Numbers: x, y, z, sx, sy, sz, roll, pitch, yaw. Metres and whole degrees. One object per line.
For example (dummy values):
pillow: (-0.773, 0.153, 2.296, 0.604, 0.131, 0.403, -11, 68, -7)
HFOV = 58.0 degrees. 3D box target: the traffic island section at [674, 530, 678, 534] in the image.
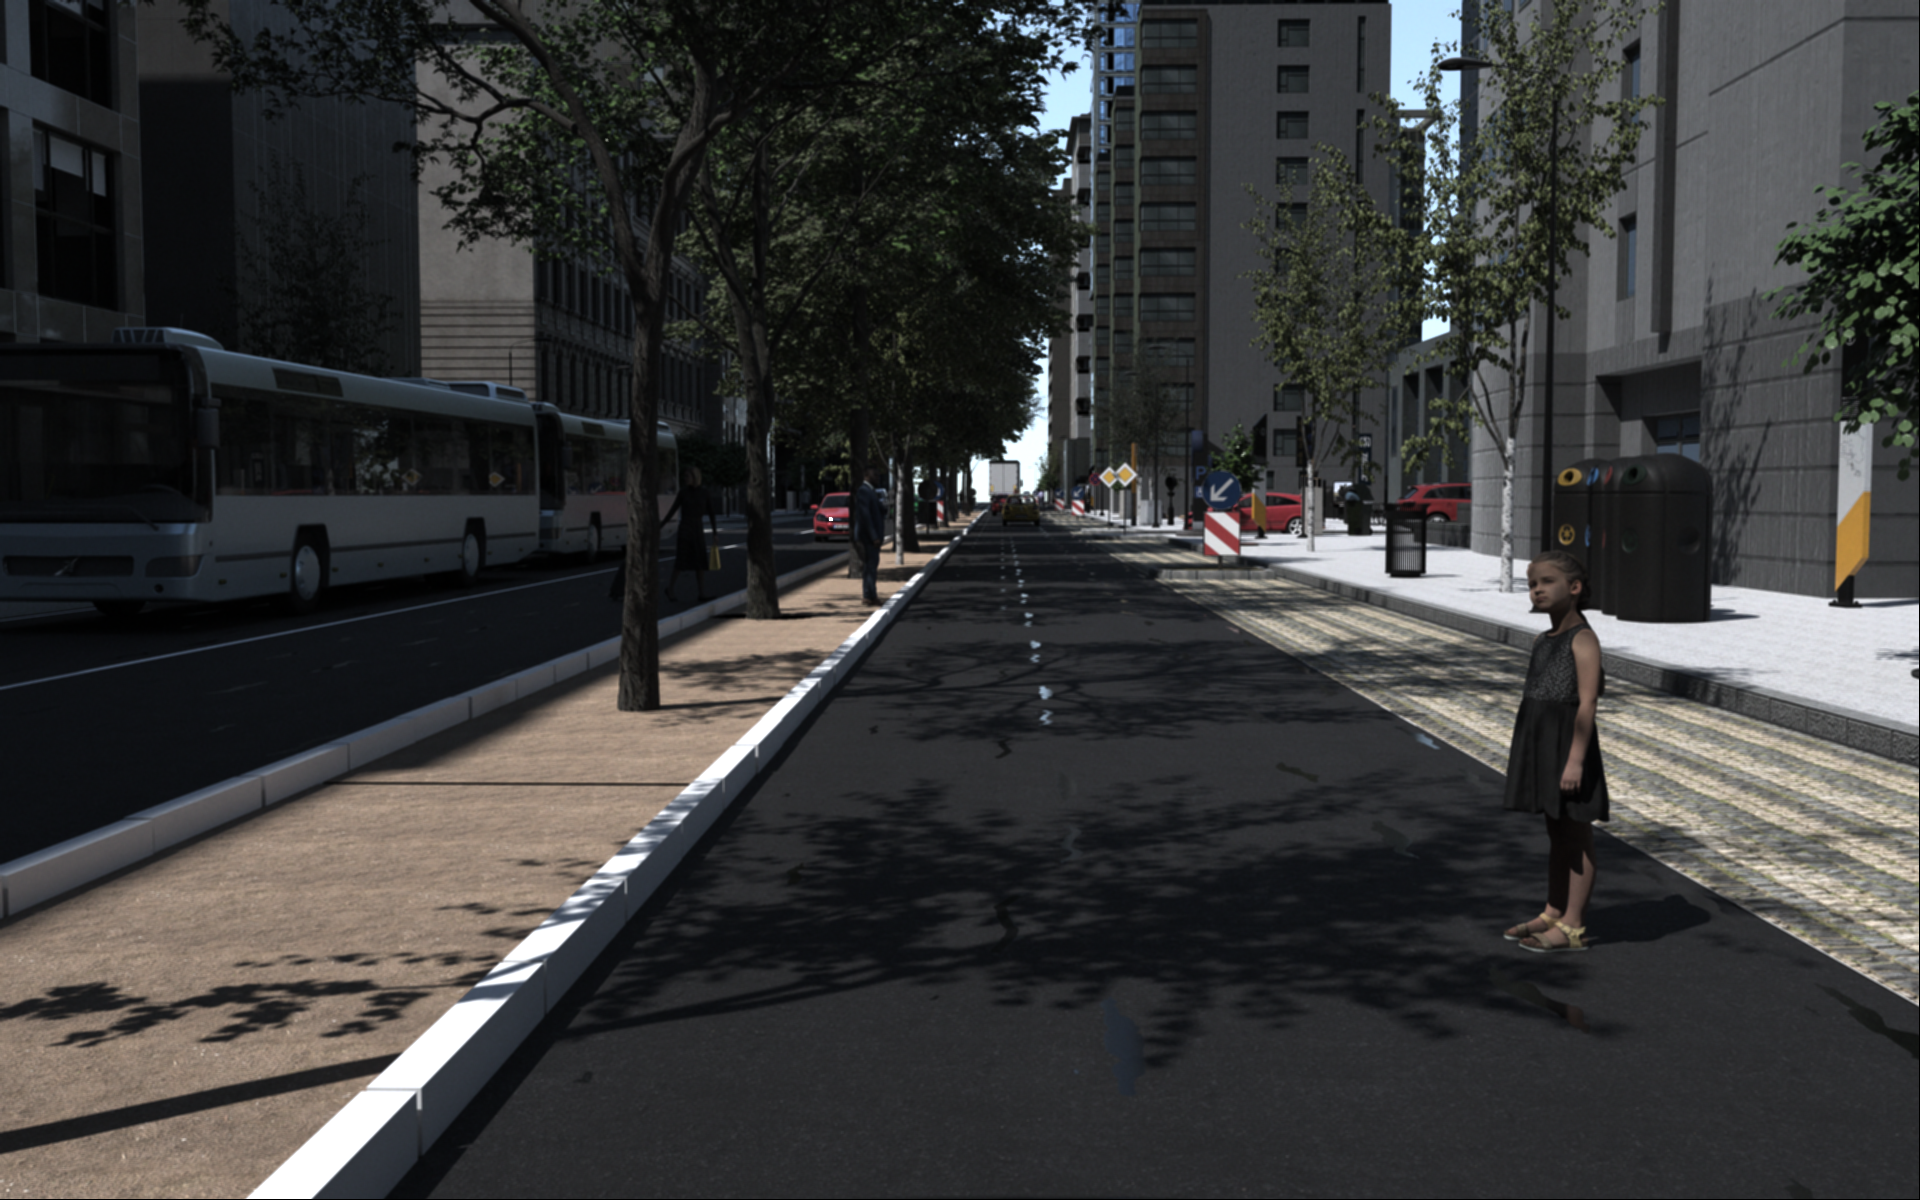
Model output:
traffic island section: (-11.150, -2.476, 62.758, 2.009, 0.180, 2.903, 0, 4, 1)

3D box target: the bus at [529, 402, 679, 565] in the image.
bus: (-8.588, -2.623, 37.743, 2.948, 3.499, 13.247, 0, 4, 1)

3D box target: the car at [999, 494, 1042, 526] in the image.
car: (2.794, -4.245, 79.623, 2.015, 1.641, 3.980, 0, 4, 1)

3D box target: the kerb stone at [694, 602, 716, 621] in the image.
kerb stone: (-2.943, 0.155, 19.671, 0.120, 0.150, 1.000, 0, 4, 1)

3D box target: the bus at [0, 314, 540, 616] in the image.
bus: (-8.783, -1.733, 23.197, 2.948, 3.499, 13.247, 0, 4, 2)

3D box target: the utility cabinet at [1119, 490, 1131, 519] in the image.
utility cabinet: (8.372, -4.804, 87.232, 0.318, 1.500, 1.173, 2, 4, 28)

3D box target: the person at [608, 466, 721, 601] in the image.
person: (-3.926, -0.892, 23.303, 1.509, 1.804, 0.699, 2, 4, 26)

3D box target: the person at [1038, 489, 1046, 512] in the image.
person: (6.723, -8.154, 141.686, 0.709, 1.838, 0.599, 2, 4, 31)

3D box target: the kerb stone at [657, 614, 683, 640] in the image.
kerb stone: (-2.995, 0.280, 17.621, 0.120, 0.150, 1.000, 0, 4, 1)

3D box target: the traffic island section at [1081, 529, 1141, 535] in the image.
traffic island section: (5.387, -2.451, 62.355, 2.009, 0.180, 2.903, 0, 4, 1)

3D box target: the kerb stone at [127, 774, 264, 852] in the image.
kerb stone: (-3.242, 0.907, 7.364, 0.120, 0.150, 1.000, 0, 4, 1)

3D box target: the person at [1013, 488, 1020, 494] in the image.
person: (3.943, -6.812, 119.843, 0.580, 1.828, 0.573, 2, 4, 25)

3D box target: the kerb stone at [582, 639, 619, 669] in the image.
kerb stone: (-3.056, 0.468, 14.539, 0.120, 0.150, 1.000, 0, 4, 1)

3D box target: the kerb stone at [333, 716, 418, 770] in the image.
kerb stone: (-3.191, 0.782, 9.415, 0.120, 0.150, 1.000, 0, 4, 1)

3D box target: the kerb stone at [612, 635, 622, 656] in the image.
kerb stone: (-3.043, 0.410, 15.562, 0.120, 0.150, 1.000, 0, 4, 1)

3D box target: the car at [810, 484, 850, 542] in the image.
car: (-3.460, -2.684, 52.931, 2.155, 1.783, 4.494, 0, 4, -1)

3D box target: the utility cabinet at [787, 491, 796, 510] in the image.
utility cabinet: (-13.144, -7.751, 135.401, 0.318, 1.500, 1.173, -2, 4, -28)

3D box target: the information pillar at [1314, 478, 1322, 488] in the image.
information pillar: (16.474, -4.615, 79.942, 0.304, 2.012, 0.304, -2, 4, -32)

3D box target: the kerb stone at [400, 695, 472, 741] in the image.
kerb stone: (-3.175, 0.719, 10.445, 0.120, 0.150, 1.000, 0, 4, 1)

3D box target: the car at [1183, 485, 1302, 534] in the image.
car: (9.674, -2.977, 57.711, 4.494, 1.783, 2.155, 0, 4, 2)

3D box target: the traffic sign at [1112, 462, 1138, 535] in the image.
traffic sign: (5.170, -3.098, 54.296, 0.795, 2.450, 0.064, 0, 4, 1)

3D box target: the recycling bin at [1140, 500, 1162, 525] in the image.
recycling bin: (7.877, -3.600, 71.414, 0.722, 1.027, 0.722, -1, 4, -17)

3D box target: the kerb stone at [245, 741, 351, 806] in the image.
kerb stone: (-3.213, 0.845, 8.393, 0.120, 0.150, 1.000, 0, 4, 1)

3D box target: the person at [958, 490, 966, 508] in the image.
person: (0.119, -10.442, 179.328, 1.348, 1.812, 0.705, -1, 4, -20)

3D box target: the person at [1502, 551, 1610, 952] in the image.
person: (1.874, 0.471, 5.464, 0.373, 1.253, 0.362, 0, 4, -7)

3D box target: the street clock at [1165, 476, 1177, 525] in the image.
street clock: (8.674, -4.076, 71.214, 0.358, 2.002, 0.471, -3, 4, -37)

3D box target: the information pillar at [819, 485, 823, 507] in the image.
information pillar: (-10.951, -8.085, 136.681, 0.304, 2.012, 0.304, 0, 4, 1)

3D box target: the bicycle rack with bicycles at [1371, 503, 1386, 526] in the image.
bicycle rack with bicycles: (17.385, -3.471, 70.129, 2.925, 0.926, 2.852, -1, 4, -10)

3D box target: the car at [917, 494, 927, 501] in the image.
car: (-4.259, -11.166, 194.365, 2.131, 1.459, 4.920, 0, 4, 1)

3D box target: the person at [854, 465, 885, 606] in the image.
person: (-1.152, -0.832, 22.292, 0.419, 1.800, 0.721, 0, 4, -5)

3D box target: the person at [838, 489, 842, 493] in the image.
person: (-7.425, -5.914, 105.557, 0.716, 1.782, 0.532, -1, 4, -22)

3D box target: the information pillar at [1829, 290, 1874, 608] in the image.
information pillar: (10.067, -1.720, 19.484, 0.183, 3.616, 0.504, 0, 4, -6)

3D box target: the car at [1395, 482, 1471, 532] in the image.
car: (17.014, -2.966, 57.174, 5.304, 1.827, 2.281, 0, 4, 1)

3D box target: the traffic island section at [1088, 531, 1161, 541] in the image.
traffic island section: (5.194, -1.963, 54.373, 2.009, 0.180, 2.903, 0, 4, 1)

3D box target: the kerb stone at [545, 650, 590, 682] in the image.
kerb stone: (-3.089, 0.531, 13.518, 0.120, 0.150, 1.000, 0, 4, 1)

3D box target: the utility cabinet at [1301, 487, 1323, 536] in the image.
utility cabinet: (10.853, -2.730, 53.312, 0.318, 1.500, 1.173, 0, 4, -7)

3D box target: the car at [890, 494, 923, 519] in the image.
car: (-3.074, -5.546, 99.475, 1.959, 1.807, 4.718, 0, 3, 0)

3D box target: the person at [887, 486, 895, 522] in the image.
person: (-3.426, -4.867, 87.880, 0.655, 1.846, 0.447, 2, 4, 26)

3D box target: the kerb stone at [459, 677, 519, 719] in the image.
kerb stone: (-3.137, 0.656, 11.467, 0.120, 0.150, 1.000, 0, 4, 1)

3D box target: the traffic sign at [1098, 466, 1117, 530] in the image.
traffic sign: (5.363, -3.586, 62.279, 0.795, 2.450, 0.064, 0, 4, 1)

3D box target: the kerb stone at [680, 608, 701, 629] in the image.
kerb stone: (-2.965, 0.223, 18.647, 0.120, 0.150, 1.000, 0, 4, 1)

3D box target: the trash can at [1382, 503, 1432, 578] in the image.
trash can: (6.874, -0.920, 26.692, 0.748, 1.137, 0.748, 0, 3, 0)

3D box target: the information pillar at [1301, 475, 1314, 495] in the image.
information pillar: (13.639, -3.898, 68.230, 0.304, 2.012, 0.304, -1, 4, -15)

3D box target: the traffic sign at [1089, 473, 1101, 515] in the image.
traffic sign: (8.102, -6.331, 103.623, 0.768, 2.556, 0.104, 0, 4, 5)

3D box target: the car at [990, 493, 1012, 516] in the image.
car: (3.061, -6.474, 114.895, 2.155, 1.783, 4.494, 0, 4, 3)

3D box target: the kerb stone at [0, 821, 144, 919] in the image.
kerb stone: (-3.256, 0.973, 6.339, 0.120, 0.150, 1.000, 0, 4, 1)

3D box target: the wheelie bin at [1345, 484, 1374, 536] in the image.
wheelie bin: (12.314, -2.789, 53.516, 0.980, 1.594, 0.693, -3, 5, -42)

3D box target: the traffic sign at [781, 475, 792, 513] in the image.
traffic sign: (-11.806, -7.188, 117.629, 0.768, 2.556, 0.104, 0, 4, 8)

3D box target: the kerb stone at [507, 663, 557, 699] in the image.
kerb stone: (-3.114, 0.594, 12.489, 0.120, 0.150, 1.000, 0, 4, 1)

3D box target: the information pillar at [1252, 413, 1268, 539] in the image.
information pillar: (8.612, -3.572, 49.761, 0.504, 3.616, 0.183, -2, 4, -34)

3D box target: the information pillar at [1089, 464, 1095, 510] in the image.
information pillar: (10.370, -8.863, 136.269, 0.504, 3.616, 0.183, -2, 4, -29)

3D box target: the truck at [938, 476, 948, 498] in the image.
truck: (-2.773, -17.616, 276.939, 2.839, 4.237, 11.283, 0, 3, 0)

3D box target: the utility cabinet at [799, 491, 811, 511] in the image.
utility cabinet: (-11.320, -7.191, 126.257, 0.318, 1.500, 1.173, 2, 4, 25)

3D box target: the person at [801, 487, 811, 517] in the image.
person: (-9.512, -6.054, 107.324, 0.795, 1.843, 0.661, 3, 5, 42)

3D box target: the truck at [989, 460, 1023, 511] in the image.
truck: (3.897, -9.795, 149.054, 2.839, 4.237, 11.283, 0, 4, 3)
